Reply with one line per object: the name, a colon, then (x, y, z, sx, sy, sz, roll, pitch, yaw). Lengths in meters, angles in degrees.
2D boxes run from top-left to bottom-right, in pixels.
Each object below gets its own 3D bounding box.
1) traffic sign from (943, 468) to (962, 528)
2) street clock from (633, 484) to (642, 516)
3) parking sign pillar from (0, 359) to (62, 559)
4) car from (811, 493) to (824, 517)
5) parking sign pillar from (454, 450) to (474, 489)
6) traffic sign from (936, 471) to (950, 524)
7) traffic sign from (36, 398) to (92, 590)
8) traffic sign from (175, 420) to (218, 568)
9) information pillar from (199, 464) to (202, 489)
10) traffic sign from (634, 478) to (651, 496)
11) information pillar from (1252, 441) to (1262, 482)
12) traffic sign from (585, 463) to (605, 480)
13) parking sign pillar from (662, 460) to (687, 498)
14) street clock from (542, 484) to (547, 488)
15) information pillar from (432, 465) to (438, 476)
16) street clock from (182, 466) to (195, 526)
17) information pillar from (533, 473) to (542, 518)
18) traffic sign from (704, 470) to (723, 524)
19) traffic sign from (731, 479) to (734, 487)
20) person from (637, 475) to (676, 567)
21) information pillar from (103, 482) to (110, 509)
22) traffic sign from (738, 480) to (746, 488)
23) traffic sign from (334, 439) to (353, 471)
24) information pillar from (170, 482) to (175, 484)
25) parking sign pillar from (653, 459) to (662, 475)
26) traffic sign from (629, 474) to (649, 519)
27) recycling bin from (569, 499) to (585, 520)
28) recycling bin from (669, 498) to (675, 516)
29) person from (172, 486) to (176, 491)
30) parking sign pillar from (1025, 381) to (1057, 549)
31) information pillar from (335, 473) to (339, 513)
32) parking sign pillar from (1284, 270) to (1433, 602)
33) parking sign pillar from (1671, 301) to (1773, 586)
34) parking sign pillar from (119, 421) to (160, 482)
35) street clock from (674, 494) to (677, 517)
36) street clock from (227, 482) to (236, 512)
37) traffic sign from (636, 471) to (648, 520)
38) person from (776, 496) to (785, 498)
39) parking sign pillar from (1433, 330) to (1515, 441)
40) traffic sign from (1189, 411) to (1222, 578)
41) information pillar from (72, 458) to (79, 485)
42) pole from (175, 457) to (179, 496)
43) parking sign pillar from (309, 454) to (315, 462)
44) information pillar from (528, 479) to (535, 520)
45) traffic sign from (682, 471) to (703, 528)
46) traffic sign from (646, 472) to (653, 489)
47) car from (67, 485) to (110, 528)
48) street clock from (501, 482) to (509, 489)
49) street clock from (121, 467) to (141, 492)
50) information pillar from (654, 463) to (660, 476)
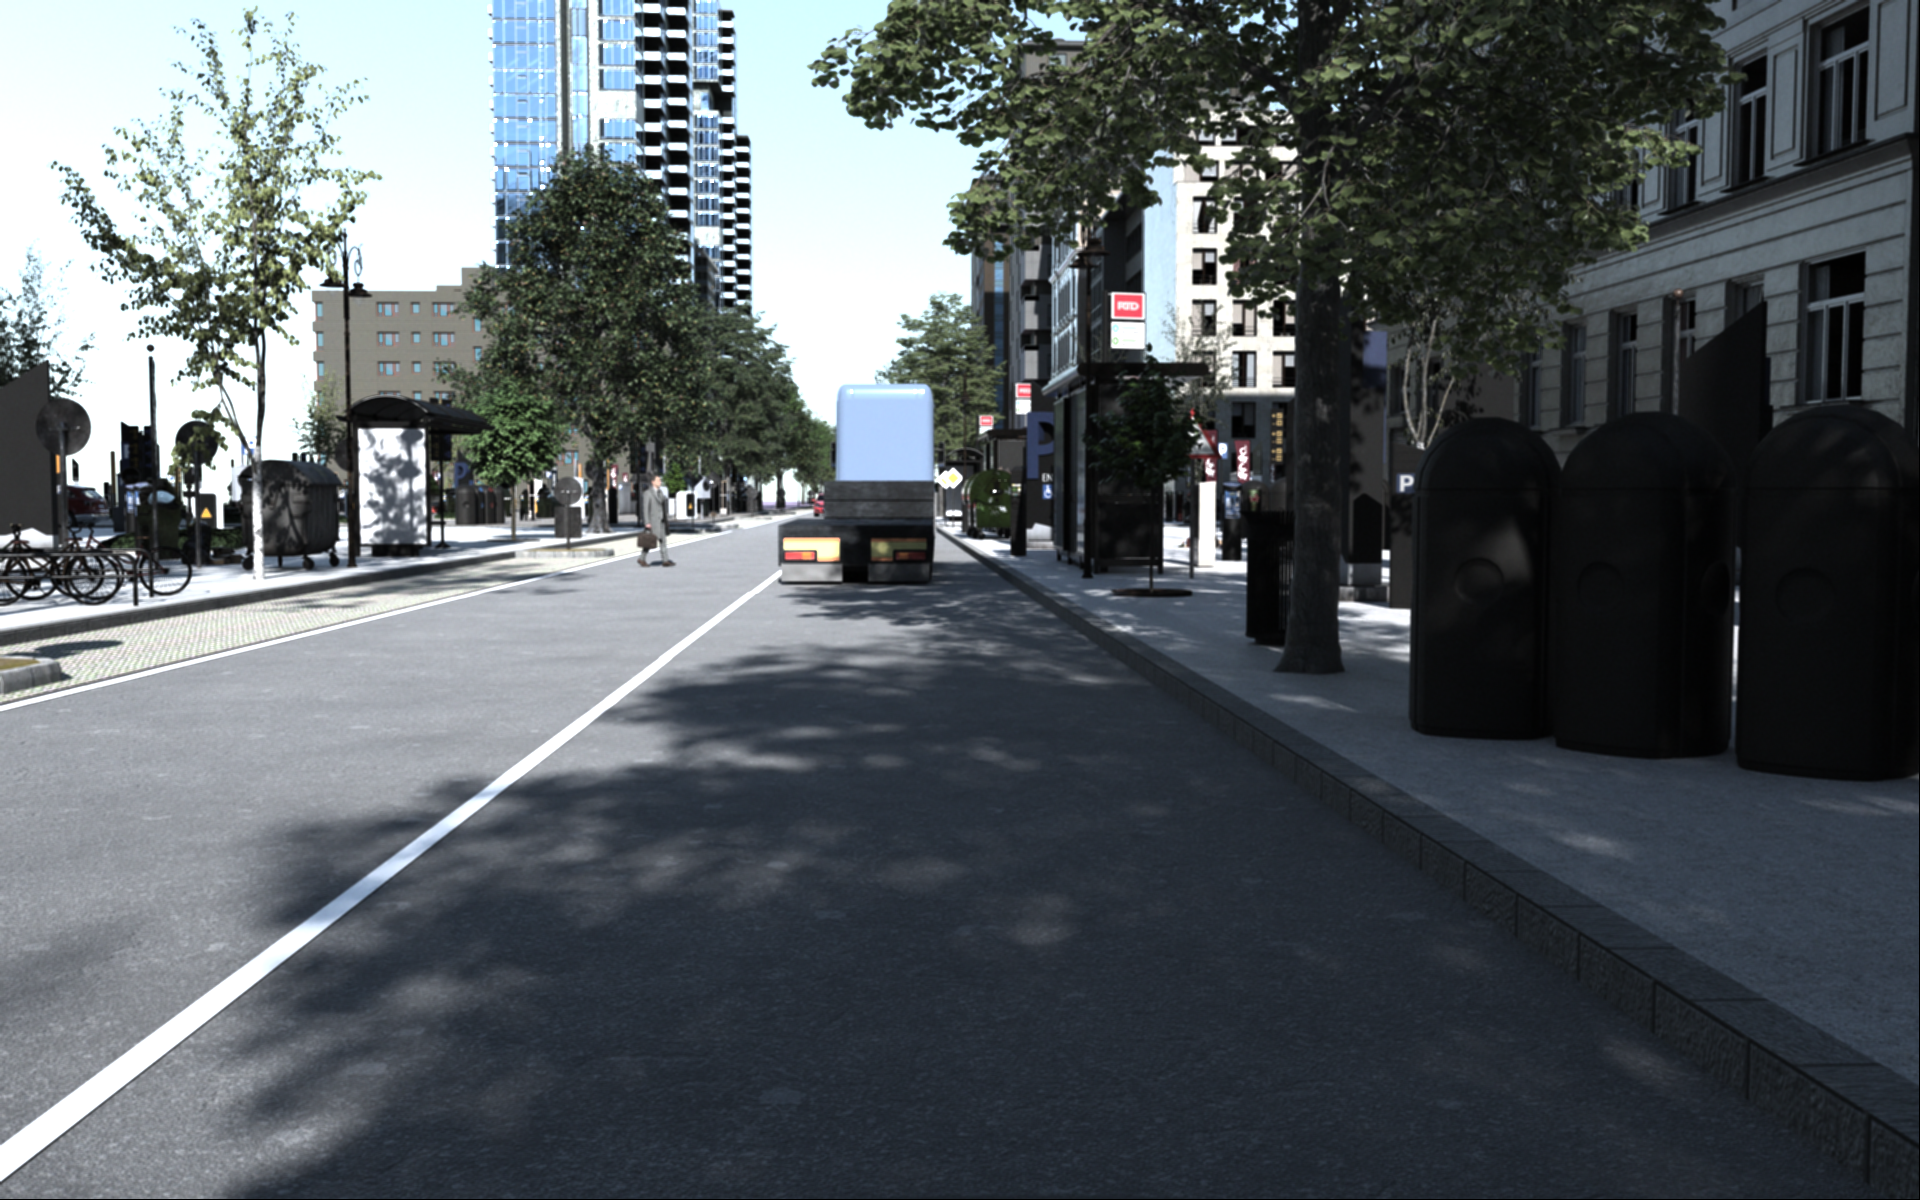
traffic sign: (-0.261, -3.805, 65.855, 0.795, 2.450, 0.064, 0, 4, -3)
street clock: (-18.687, -5.868, 100.506, 0.358, 2.002, 0.471, 3, 4, 36)
parking sign pillar: (-18.891, -2.830, 34.742, 1.447, 3.967, 1.447, -1, 4, -13)
car: (-8.396, -6.217, 110.694, 2.155, 1.783, 4.494, 0, 4, -3)
parking sign pillar: (-30.293, -7.176, 105.802, 1.447, 3.967, 1.447, 2, 4, 33)
traffic sign: (-0.612, -4.293, 73.832, 0.795, 2.450, 0.064, 0, 4, -3)
traffic sign: (-11.905, -1.401, 23.012, 0.768, 2.556, 0.104, 0, 4, 5)
traffic sign: (-13.176, -1.823, 29.908, 0.768, 2.556, 0.104, 0, 4, 3)
information pillar: (-48.374, -7.270, 110.221, 0.183, 3.616, 0.504, 0, 4, 7)
traffic sign: (-16.050, -5.355, 87.561, 0.884, 2.594, 0.081, 0, 4, 6)
information pillar: (13.105, -5.198, 76.343, 0.504, 3.616, 0.183, 3, 5, 44)
traffic sign: (-13.617, -3.947, 64.634, 0.768, 2.556, 0.104, 0, 4, 5)
parking sign pillar: (-19.909, -8.176, 122.151, 1.447, 3.967, 1.447, 1, 4, 11)
street clock: (-29.260, -7.162, 121.663, 0.358, 2.002, 0.471, 2, 4, 25)
information pillar: (-42.578, -9.122, 140.500, 0.504, 3.616, 0.183, -2, 4, -33)
street clock: (-20.133, -2.489, 45.260, 0.358, 2.002, 0.471, -1, 4, -19)
information pillar: (-23.053, -6.306, 94.452, 0.504, 3.616, 0.183, -2, 4, -31)
traffic sign: (-10.448, -4.268, 73.421, 0.795, 2.450, 0.064, 0, 4, -3)
traffic sign: (-18.238, -8.355, 136.703, 0.768, 2.556, 0.104, 0, 4, 1)
person: (-5.991, -1.563, 34.160, 0.767, 1.812, 0.694, 2, 4, 27)
information pillar: (-51.377, -6.104, 104.294, 0.304, 2.012, 0.304, -1, 4, -20)
traffic sign: (-18.499, -8.943, 146.318, 0.768, 2.556, 0.104, 0, 4, 2)
traffic sign: (-13.767, -2.387, 39.141, 0.768, 2.556, 0.104, 0, 4, 6)
information pillar: (-49.794, -6.428, 109.593, 0.304, 2.012, 0.304, -1, 4, -16)
parking sign pillar: (-23.082, -8.831, 132.865, 1.447, 3.967, 1.447, 1, 4, 11)
traffic sign: (-14.202, -4.686, 76.627, 0.884, 2.594, 0.081, 0, 4, 5)
recycling bin: (-19.128, -4.499, 86.114, 0.722, 1.027, 0.722, -3, 4, -37)
recycling bin: (-16.970, -5.580, 103.783, 0.722, 1.027, 0.722, 3, 5, 42)
person: (-30.512, -3.545, 67.136, 0.731, 1.740, 0.598, 0, 4, 8)
parking sign pillar: (2.196, -3.205, 40.878, 1.447, 3.967, 1.447, 2, 4, 32)
information pillar: (-21.562, -3.363, 59.482, 0.304, 2.012, 0.304, 1, 4, 18)
parking sign pillar: (4.800, -2.002, 21.208, 1.447, 3.967, 1.447, 0, 4, -3)
parking sign pillar: (10.914, -2.225, 24.851, 1.447, 3.967, 1.447, -3, 5, -40)
parking sign pillar: (-30.214, -4.609, 63.832, 1.447, 3.967, 1.447, -1, 4, -10)
street clock: (-16.185, -5.768, 98.877, 0.471, 2.002, 0.358, 0, 4, 1)
street clock: (-41.449, -5.763, 98.792, 0.358, 2.002, 0.471, 0, 4, -7)
traffic sign: (-15.576, -5.157, 84.419, 0.768, 2.556, 0.104, 0, 4, 3)
person: (-23.488, -13.298, 226.653, 1.217, 1.736, 0.721, 0, 4, -6)
parking sign pillar: (8.260, -2.422, 28.067, 1.447, 3.967, 1.447, -1, 4, -9)
traffic sign: (3.528, -1.609, 26.316, 0.884, 2.594, 0.081, 0, 4, 5)
information pillar: (-56.923, -7.348, 111.493, 0.183, 3.616, 0.504, 1, 4, 19)
pole: (-42.845, -6.172, 94.749, 0.158, 3.312, 0.155, 0, 3, 0)
parking sign pillar: (-43.091, -7.788, 115.809, 1.447, 3.967, 1.447, 0, 4, -6)
information pillar: (-21.148, -4.958, 85.549, 0.304, 2.012, 0.304, -1, 4, -16)
traffic sign: (-10.096, -3.780, 65.444, 0.795, 2.450, 0.064, 0, 4, -3)
traffic sign: (-15.950, -5.360, 88.820, 0.795, 2.450, 0.064, 0, 3, 0)
car: (-36.347, -3.632, 68.056, 5.304, 1.827, 2.281, 0, 4, -4)
street clock: (-27.474, -6.121, 104.641, 0.471, 2.002, 0.358, 0, 4, 1)
street clock: (-22.538, -2.604, 47.139, 0.471, 2.002, 0.358, -1, 4, -19)
information pillar: (-22.871, -8.524, 130.726, 0.504, 3.616, 0.183, 2, 4, 32)
